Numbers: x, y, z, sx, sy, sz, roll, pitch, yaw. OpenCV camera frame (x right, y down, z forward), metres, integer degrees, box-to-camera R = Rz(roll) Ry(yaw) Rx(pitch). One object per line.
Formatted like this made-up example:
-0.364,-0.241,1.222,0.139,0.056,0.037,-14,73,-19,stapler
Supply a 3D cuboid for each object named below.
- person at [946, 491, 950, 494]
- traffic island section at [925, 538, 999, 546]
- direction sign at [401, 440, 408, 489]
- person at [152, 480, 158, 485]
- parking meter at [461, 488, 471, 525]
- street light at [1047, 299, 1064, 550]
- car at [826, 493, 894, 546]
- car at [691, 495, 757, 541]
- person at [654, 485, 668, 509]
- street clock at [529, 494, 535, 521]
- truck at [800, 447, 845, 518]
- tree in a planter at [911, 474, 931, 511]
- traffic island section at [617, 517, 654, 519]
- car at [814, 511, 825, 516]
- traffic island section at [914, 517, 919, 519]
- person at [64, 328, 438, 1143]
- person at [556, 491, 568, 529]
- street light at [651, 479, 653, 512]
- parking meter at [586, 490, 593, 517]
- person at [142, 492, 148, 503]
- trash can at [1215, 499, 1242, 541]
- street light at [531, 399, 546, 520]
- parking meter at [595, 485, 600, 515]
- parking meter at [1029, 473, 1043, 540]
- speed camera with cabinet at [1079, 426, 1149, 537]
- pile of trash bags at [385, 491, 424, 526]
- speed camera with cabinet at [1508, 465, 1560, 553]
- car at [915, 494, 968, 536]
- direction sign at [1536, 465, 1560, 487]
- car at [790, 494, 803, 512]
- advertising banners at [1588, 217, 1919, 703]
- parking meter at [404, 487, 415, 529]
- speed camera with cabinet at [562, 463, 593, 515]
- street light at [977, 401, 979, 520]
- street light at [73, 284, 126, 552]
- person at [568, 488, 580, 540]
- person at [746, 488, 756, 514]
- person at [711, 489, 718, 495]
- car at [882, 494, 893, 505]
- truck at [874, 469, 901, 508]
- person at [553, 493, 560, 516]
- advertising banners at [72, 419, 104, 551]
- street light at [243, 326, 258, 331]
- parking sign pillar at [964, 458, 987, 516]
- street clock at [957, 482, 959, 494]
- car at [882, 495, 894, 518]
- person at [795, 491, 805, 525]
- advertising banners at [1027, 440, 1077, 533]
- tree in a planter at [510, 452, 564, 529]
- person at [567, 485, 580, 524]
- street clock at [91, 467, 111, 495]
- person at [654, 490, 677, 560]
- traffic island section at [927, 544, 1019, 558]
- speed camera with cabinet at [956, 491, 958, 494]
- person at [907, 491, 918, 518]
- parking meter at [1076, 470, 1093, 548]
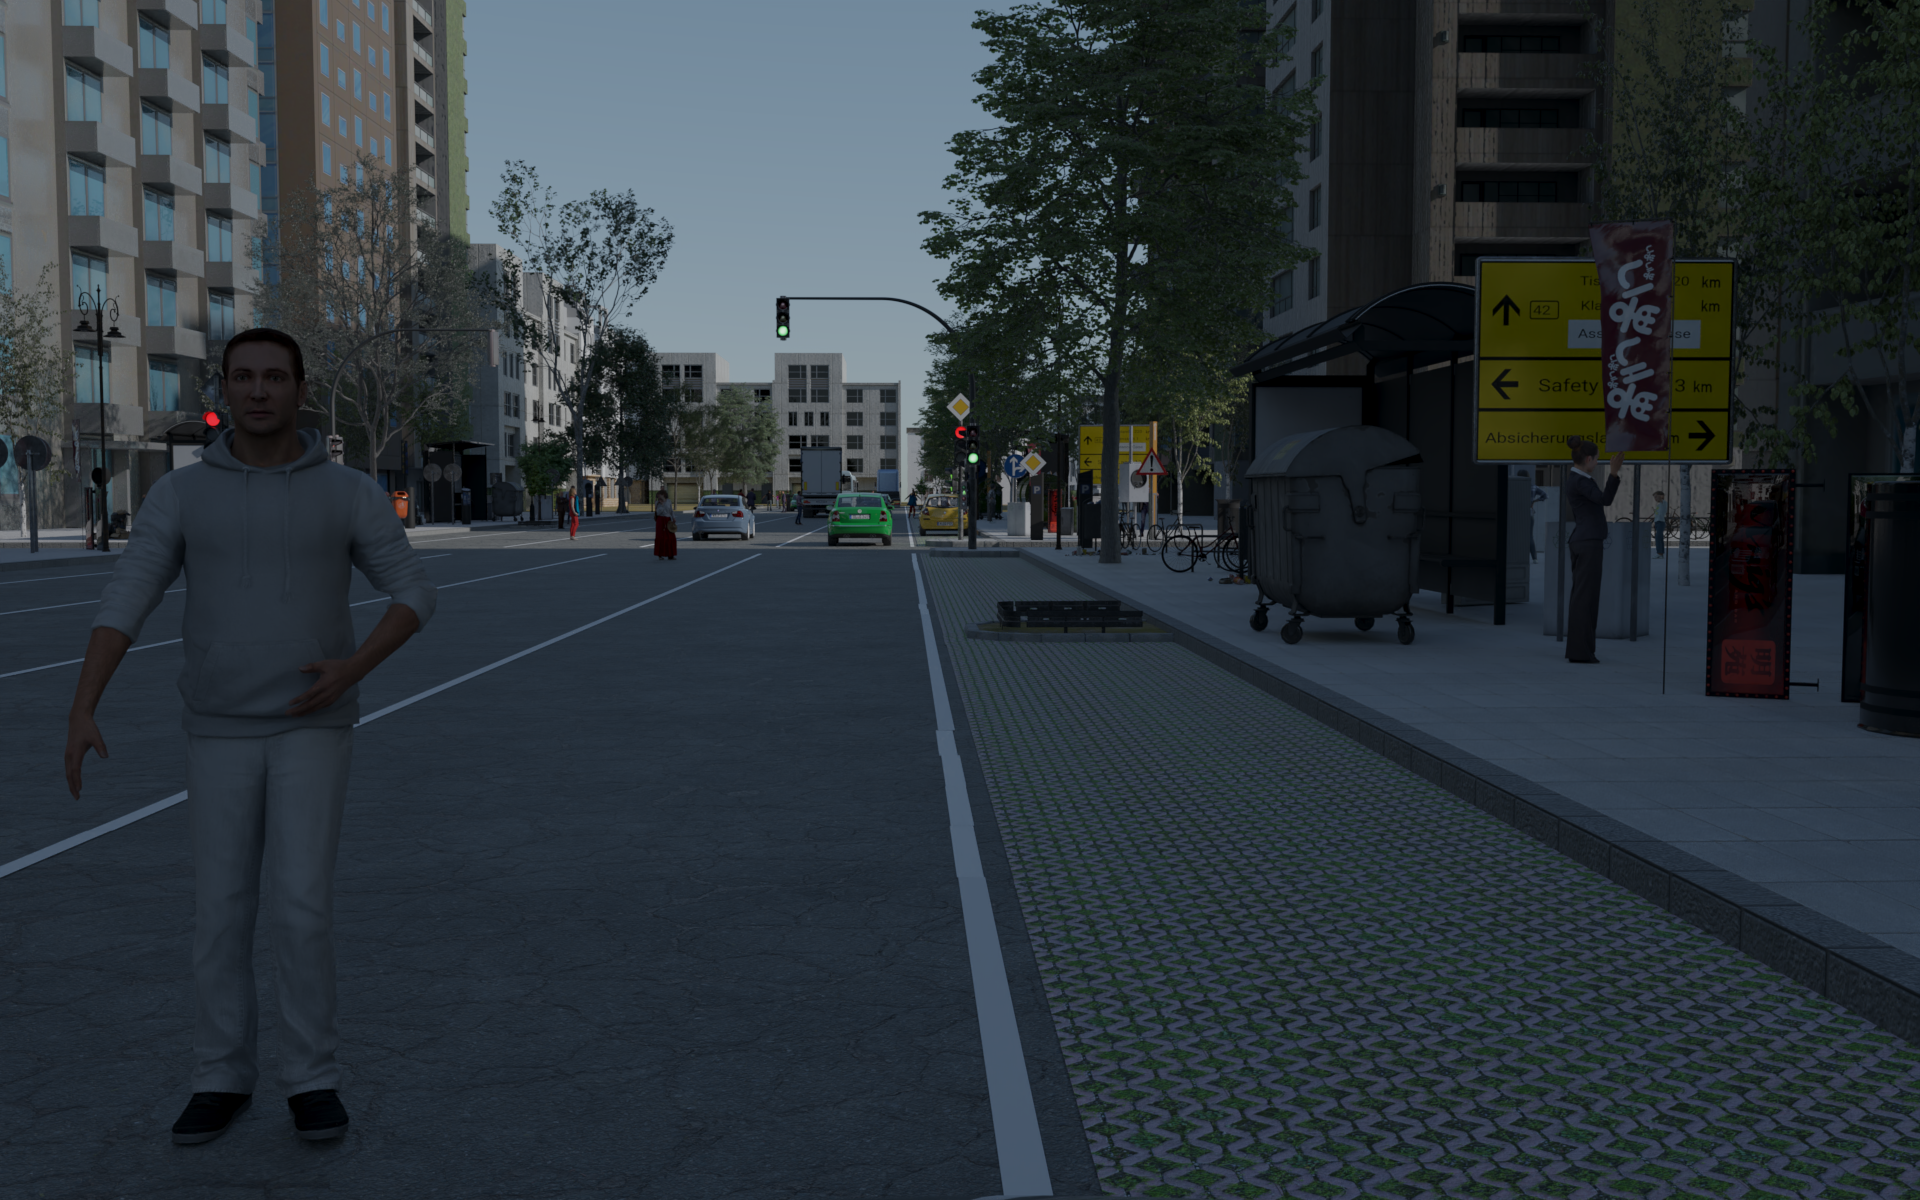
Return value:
-0.579,-3.674,70.781,0.590,1.554,0.614,-1,4,-12,person
0.040,-1.589,48.259,2.009,0.180,2.903,0,4,-2,traffic island section
-23.403,-4.956,73.022,0.379,3.537,0.876,0,4,-2,direction sign
-15.805,-1.518,34.262,0.436,1.711,0.756,3,5,41,person
-20.749,-3.936,72.768,0.372,1.533,0.369,0,3,0,parking meter
2.278,-4.100,39.824,0.468,5.910,1.993,0,4,-2,street light
-2.842,-2.474,49.245,1.959,1.807,4.718,0,4,-3,car
-7.446,-2.606,54.612,2.014,1.417,4.499,0,4,-3,car
-12.767,-4.003,74.084,0.598,1.807,0.434,0,4,-6,person
-20.549,-4.806,83.147,0.471,2.002,0.358,3,5,39,street clock
-8.595,-7.298,108.237,2.839,4.237,11.283,0,4,-4,truck
-3.328,-9.374,150.482,1.991,3.239,1.994,0,4,-2,tree in a planter
-18.620,-4.705,99.788,1.991,0.108,1.994,0,4,-2,traffic island section
-9.047,-6.379,116.650,2.083,1.381,4.827,0,4,-3,car
-1.669,-4.724,100.102,1.991,0.108,1.994,0,4,-2,traffic island section
-1.591,0.292,3.870,0.875,1.805,0.789,-1,4,-16,person
-16.394,-3.709,71.409,0.482,1.546,0.388,-2,4,-32,person
-21.740,-9.134,122.136,0.468,5.910,1.993,0,4,-2,street light
-20.981,-5.480,98.010,0.372,1.533,0.369,0,3,0,parking meter
-24.877,-2.633,53.010,0.435,1.345,0.340,1,4,16,person
7.431,-2.220,47.957,0.748,1.137,0.748,0,3,0,trash can
-20.523,-6.832,84.484,0.468,5.910,1.993,0,4,-2,street light
-22.683,-6.278,108.350,0.255,1.863,0.399,-1,4,-23,parking meter
2.114,-2.593,48.106,0.399,1.863,0.255,0,4,0,parking meter
4.420,-3.389,49.742,2.038,3.252,0.660,-2,4,-27,speed camera with cabinet
-22.905,-3.688,70.053,1.912,1.369,3.447,0,4,-5,pile of trash bags
13.164,-2.785,39.876,0.660,3.252,2.038,0,4,-7,speed camera with cabinet
-0.568,-3.051,60.113,2.015,1.641,3.980,0,4,-2,car
17.505,-3.627,51.304,0.876,3.537,0.379,3,4,37,direction sign
-13.024,-8.170,142.376,1.959,1.807,4.718,0,4,-3,car
4.979,-0.893,10.794,2.074,3.025,0.090,2,4,25,advertising banners
-20.387,-3.409,64.154,0.372,1.533,0.369,0,3,0,parking meter
-23.983,-6.972,108.323,2.038,3.252,0.660,-3,4,-38,speed camera with cabinet
0.867,-6.854,84.846,0.468,5.910,1.993,0,4,-2,street light
-18.980,-4.009,38.330,0.468,5.910,1.993,0,4,-2,street light
-12.049,-2.688,54.161,0.444,1.614,0.593,1,4,12,person
-11.734,-5.384,96.981,0.683,1.767,0.568,0,4,1,person
-13.650,-5.294,95.992,0.756,1.711,0.436,2,4,29,person
-7.111,-8.889,157.125,2.131,1.459,4.920,0,4,-2,car
-7.612,-11.842,183.381,2.967,4.110,18.799,0,4,-3,truck
-23.728,-5.622,101.878,0.340,1.345,0.435,1,4,11,person
-20.047,-2.670,39.846,0.090,3.025,2.074,-3,5,-43,advertising banners
-19.299,-4.584,47.739,0.468,5.910,1.993,0,4,-2,street light
0.926,-6.793,99.531,1.447,3.967,1.447,-1,4,-22,parking sign pillar
-0.012,-5.940,101.685,0.358,2.002,0.471,1,4,20,street clock
-4.711,-5.202,97.047,2.014,1.417,4.499,0,4,0,car
-7.416,-4.268,80.235,0.435,1.587,0.963,-1,4,-19,person
3.146,-3.712,56.880,2.074,3.025,0.090,-1,4,-16,advertising banners
-17.735,-4.620,72.764,1.991,3.239,1.994,0,4,-2,tree in a planter
-18.332,-4.519,82.255,0.599,1.838,0.709,3,4,37,person
-23.122,-2.575,46.675,0.471,2.002,0.358,1,4,20,street clock
-6.419,-1.634,37.688,0.523,1.526,0.387,-2,4,-24,person
0.302,-1.101,40.278,2.009,0.180,2.903,0,4,-2,traffic island section
0.802,-6.719,104.186,2.038,3.252,0.660,0,4,-5,speed camera with cabinet
-2.823,-5.656,102.675,0.593,1.614,0.444,3,5,39,person
2.955,-2.164,41.089,0.399,1.863,0.255,0,4,4,parking meter
